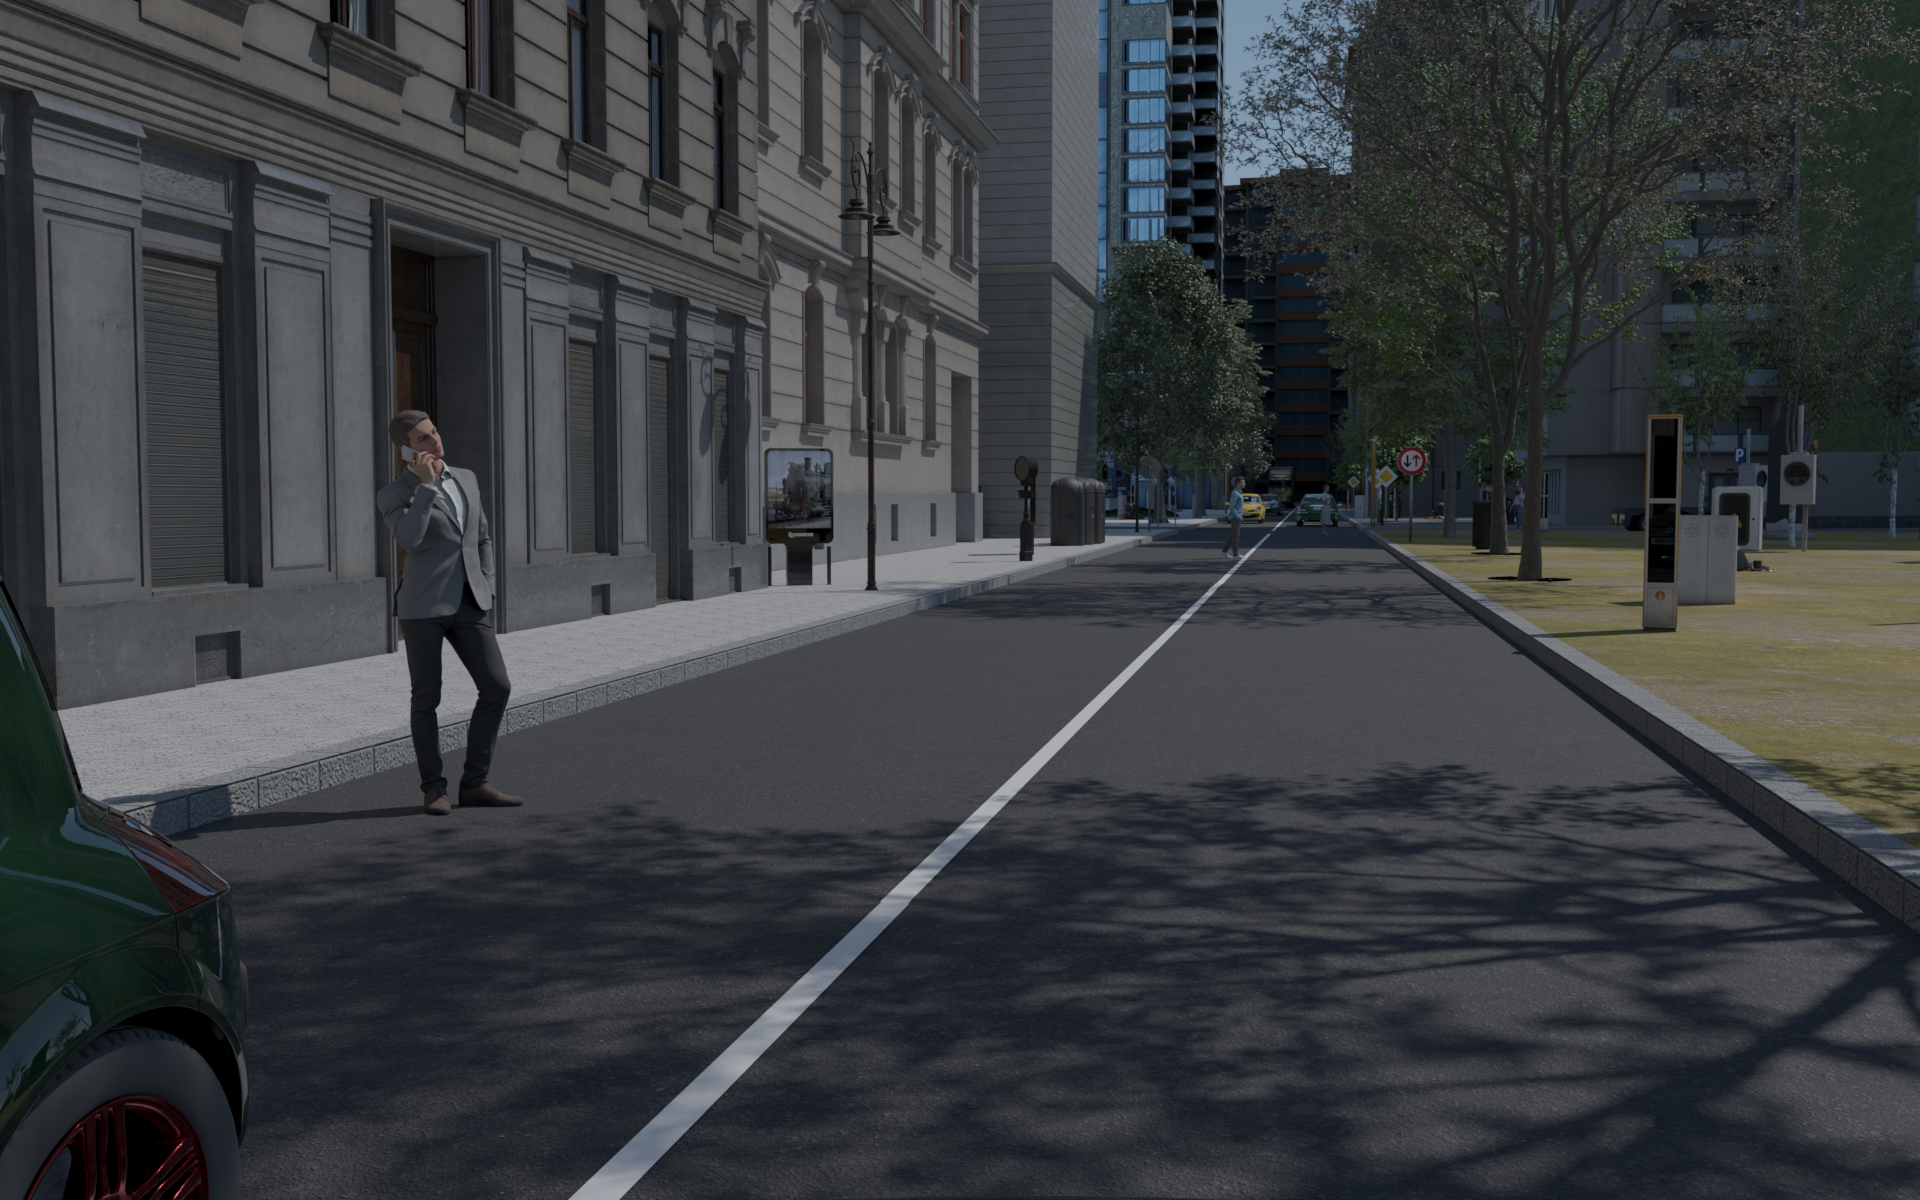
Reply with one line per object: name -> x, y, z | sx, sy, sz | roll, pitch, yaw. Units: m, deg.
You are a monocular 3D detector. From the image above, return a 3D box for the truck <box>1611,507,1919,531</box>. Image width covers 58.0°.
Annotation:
truck -> 32.549, -4.277, 59.690 | 18.799, 4.110, 2.967 | 1, 4, 10

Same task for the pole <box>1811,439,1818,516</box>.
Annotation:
pole -> 31.957, -4.339, 64.778 | 0.158, 3.312, 0.155 | 0, 3, 0

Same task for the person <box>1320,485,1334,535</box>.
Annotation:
person -> 12.763, -3.119, 60.060 | 0.524, 1.755, 0.480 | 2, 4, 33

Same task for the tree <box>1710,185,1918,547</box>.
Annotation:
tree -> 20.492, -5.596, 41.865 | 4.360, 8.622, 3.978 | 0, 3, 0

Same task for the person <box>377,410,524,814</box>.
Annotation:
person -> -2.308, 0.052, 7.834 | 0.592, 1.802, 0.473 | -2, 4, -35

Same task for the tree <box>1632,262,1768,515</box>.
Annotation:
tree -> 23.820, -6.436, 55.589 | 4.737, 8.622, 4.395 | 0, 3, 0

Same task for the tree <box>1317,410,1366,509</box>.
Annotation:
tree -> 33.385, -12.205, 149.908 | 4.360, 8.622, 3.978 | 0, 3, 0

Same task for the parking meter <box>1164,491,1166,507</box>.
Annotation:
parking meter -> 12.618, -6.085, 107.895 | 0.372, 1.533, 0.369 | 0, 3, 0

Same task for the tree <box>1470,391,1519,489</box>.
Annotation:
tree -> 30.255, -8.810, 94.408 | 4.360, 8.622, 3.978 | 0, 3, 0

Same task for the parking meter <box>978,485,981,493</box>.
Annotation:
parking meter -> 0.419, -2.539, 49.926 | 0.372, 1.533, 0.369 | 0, 3, 0

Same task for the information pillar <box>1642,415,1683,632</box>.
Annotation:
information pillar -> 6.576, -0.717, 16.214 | 0.304, 2.012, 0.304 | 1, 4, 23

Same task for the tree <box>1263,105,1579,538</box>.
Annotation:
tree -> 14.050, -8.121, 50.902 | 7.486, 12.596, 7.792 | 0, 3, 0

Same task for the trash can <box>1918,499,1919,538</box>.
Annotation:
trash can -> 26.974, -2.226, 48.048 | 0.748, 1.137, 0.748 | 0, 3, 0

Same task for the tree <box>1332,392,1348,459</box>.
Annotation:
tree -> 23.037, -8.850, 95.057 | 4.737, 8.622, 4.395 | 0, 3, 0

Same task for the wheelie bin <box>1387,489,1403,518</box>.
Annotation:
wheelie bin -> 23.278, -5.180, 92.605 | 0.693, 1.594, 0.980 | 2, 4, 31

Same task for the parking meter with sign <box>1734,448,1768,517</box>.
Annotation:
parking meter with sign -> 30.215, -4.245, 65.663 | 1.738, 3.016, 0.543 | -1, 4, -19

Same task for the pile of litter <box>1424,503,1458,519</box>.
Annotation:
pile of litter -> 24.614, -4.555, 88.444 | 1.719, 0.858, 1.176 | 1, 4, 20

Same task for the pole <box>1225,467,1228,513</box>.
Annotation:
pole -> 17.632, -7.381, 114.523 | 0.158, 3.312, 0.155 | 0, 3, 0

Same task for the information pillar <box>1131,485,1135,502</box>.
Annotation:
information pillar -> 13.765, -8.187, 138.351 | 0.304, 2.012, 0.304 | 0, 4, -7

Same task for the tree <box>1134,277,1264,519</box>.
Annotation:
tree -> 12.461, -10.568, 90.918 | 7.486, 12.596, 7.792 | 0, 3, 0

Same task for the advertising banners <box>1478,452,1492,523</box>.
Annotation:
advertising banners -> 22.026, -4.676, 72.641 | 0.090, 3.025, 2.074 | 2, 4, 34

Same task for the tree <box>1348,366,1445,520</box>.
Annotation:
tree -> 22.102, -8.342, 86.758 | 4.737, 8.622, 4.395 | 0, 3, 0

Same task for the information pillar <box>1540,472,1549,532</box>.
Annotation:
information pillar -> 19.707, -3.311, 58.623 | 0.304, 2.012, 0.304 | 3, 5, 45

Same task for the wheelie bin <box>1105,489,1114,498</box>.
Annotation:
wheelie bin -> 10.079, -6.776, 118.695 | 0.980, 1.594, 0.693 | 2, 4, 24

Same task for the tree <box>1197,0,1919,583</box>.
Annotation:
tree -> 8.595, -7.032, 25.345 | 12.009, 13.543, 11.850 | 0, 3, 0

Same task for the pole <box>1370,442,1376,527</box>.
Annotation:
pole -> 16.138, -4.510, 67.586 | 0.158, 3.312, 0.155 | 0, 3, 0

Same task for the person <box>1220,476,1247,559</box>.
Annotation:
person -> 6.085, -1.835, 38.516 | 0.620, 1.820, 0.660 | 1, 4, 13

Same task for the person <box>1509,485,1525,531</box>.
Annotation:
person -> 20.795, -3.388, 64.489 | 0.643, 1.750, 0.593 | -3, 5, -40

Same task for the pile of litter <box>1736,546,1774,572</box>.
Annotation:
pile of litter -> 12.930, -0.943, 29.378 | 1.176, 0.858, 1.719 | -1, 4, -19

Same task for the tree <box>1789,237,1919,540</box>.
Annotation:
tree -> 27.804, -6.155, 50.992 | 4.360, 8.622, 3.978 | 0, 3, 0

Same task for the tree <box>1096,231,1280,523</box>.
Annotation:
tree -> 8.638, -9.710, 75.762 | 9.611, 12.733, 9.660 | 0, 3, 0

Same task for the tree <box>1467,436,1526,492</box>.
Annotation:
tree -> 25.967, -6.131, 83.961 | 4.285, 4.588, 4.351 | 0, 3, 0

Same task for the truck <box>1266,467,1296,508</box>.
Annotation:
truck -> 33.657, -11.754, 181.091 | 2.839, 4.237, 11.283 | 1, 4, 13

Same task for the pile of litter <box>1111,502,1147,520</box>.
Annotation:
pile of litter -> 8.441, -4.436, 86.499 | 1.719, 0.858, 1.176 | 2, 4, 27

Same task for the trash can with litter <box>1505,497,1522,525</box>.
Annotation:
trash can with litter -> 23.253, -3.749, 72.689 | 1.055, 1.170, 0.624 | -1, 4, -10

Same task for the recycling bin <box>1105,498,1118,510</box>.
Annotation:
recycling bin -> 9.355, -5.834, 107.947 | 0.722, 1.027, 0.722 | -2, 4, -33

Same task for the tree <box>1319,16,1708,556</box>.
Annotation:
tree -> 11.478, -6.768, 36.411 | 9.928, 11.665, 9.643 | 0, 3, 0

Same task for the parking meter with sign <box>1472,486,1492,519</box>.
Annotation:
parking meter with sign -> 27.586, -5.780, 90.760 | 1.738, 3.016, 0.543 | -2, 4, -33

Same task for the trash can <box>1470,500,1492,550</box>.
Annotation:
trash can -> 12.212, -1.746, 40.207 | 0.748, 1.137, 0.748 | 0, 3, 0

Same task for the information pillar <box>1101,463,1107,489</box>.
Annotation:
information pillar -> 10.397, -8.172, 124.972 | 0.504, 3.616, 0.183 | -2, 4, -31

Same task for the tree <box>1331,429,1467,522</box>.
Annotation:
tree -> 20.539, -5.961, 81.181 | 4.285, 4.588, 4.351 | 0, 3, 0

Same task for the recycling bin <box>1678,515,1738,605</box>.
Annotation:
recycling bin -> 8.660, -0.481, 20.421 | 0.722, 1.027, 0.722 | 0, 4, 1

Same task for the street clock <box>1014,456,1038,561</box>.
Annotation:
street clock -> 1.262, -1.743, 33.064 | 0.358, 2.002, 0.471 | -2, 4, -35
